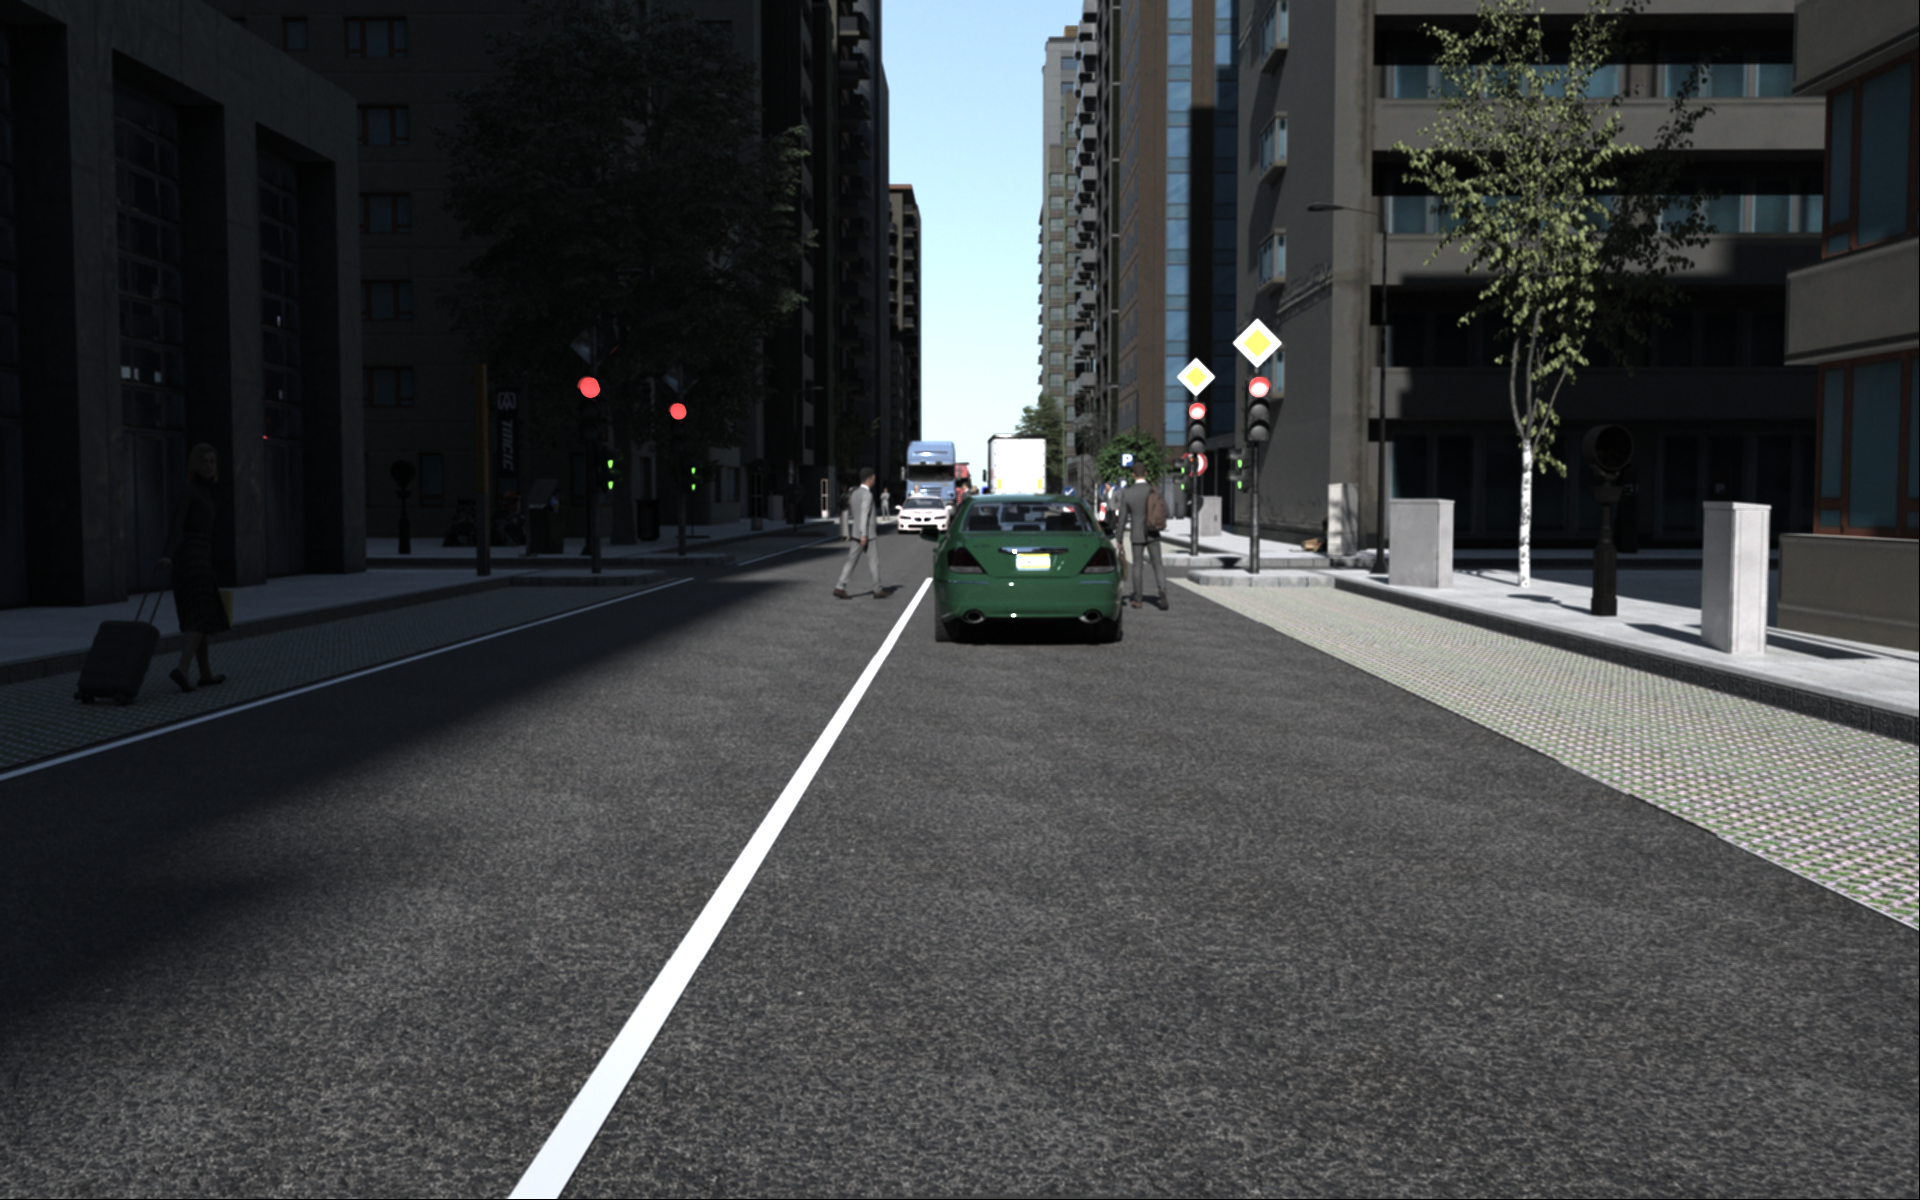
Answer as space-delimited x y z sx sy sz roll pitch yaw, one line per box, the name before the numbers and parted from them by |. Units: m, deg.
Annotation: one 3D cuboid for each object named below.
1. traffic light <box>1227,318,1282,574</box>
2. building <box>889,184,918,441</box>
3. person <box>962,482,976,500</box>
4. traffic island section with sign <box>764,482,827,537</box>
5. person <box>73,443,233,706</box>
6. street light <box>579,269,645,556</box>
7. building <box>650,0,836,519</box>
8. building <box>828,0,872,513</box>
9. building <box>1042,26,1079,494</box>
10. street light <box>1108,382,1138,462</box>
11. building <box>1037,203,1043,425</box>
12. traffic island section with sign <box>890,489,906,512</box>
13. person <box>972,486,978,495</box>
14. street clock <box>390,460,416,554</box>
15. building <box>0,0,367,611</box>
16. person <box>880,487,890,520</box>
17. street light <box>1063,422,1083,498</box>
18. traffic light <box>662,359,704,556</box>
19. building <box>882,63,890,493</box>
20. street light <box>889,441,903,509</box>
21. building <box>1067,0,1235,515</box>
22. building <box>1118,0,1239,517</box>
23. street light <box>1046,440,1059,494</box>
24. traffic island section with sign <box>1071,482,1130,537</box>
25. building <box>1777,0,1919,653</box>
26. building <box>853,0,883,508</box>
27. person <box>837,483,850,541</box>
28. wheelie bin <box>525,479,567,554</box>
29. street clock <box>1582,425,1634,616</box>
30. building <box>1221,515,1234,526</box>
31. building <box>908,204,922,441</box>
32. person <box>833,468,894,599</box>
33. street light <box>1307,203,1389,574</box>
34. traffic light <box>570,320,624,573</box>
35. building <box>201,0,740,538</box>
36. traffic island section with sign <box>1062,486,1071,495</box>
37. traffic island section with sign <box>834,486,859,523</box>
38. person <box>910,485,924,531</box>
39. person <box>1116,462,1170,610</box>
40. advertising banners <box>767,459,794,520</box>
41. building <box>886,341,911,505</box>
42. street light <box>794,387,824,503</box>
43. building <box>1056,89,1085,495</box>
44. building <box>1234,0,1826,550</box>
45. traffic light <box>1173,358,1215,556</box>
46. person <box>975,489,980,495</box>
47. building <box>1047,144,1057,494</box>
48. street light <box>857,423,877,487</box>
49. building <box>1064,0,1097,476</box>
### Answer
traffic light | 4.732 -2.380 27.832 0.839 4.253 0.868 0 4 1
building | -17.167 -35.713 238.539 22.147 44.769 28.867 0 4 1
person | 0.277 -2.990 57.343 0.822 1.834 0.622 0 4 -1
traffic island section with sign | -5.513 -3.032 58.206 1.989 1.847 2.006 0 4 1
person | -5.690 -0.221 12.339 0.699 1.804 1.509 1 4 19
street light | -7.196 -3.873 35.858 1.470 5.913 1.316 0 4 1
building | -14.459 -19.759 94.762 14.160 30.474 14.107 0 4 1
building | -17.903 -28.778 125.151 22.147 44.769 28.867 0 4 1
building | 21.231 -41.811 225.613 21.231 58.520 28.212 0 4 1
street light | 6.838 -6.088 72.082 1.470 5.913 1.316 0 4 1
building | 22.621 -36.697 254.617 22.147 44.769 28.867 0 4 1
traffic island section with sign | -4.434 -7.767 135.622 1.989 1.847 2.006 0 4 1
person | 0.873 -4.052 74.965 0.699 1.804 1.509 -3 4 -38
street clock | -11.893 -1.985 37.032 0.471 2.002 0.358 1 4 8
building | -25.471 -42.962 15.095 31.000 86.520 22.319 0 4 1
person | -4.093 -5.241 94.374 0.511 1.800 0.466 1 4 11
street light | 7.306 -8.465 110.936 1.470 5.913 1.316 0 4 1
traffic light | -5.767 -2.876 35.947 0.839 4.253 0.868 0 4 1
building | -14.411 -32.098 174.909 14.600 45.320 14.200 0 4 1
street light | -5.662 -10.990 152.226 1.470 5.913 1.316 0 4 1
building | 18.846 -42.245 128.963 20.563 71.187 20.611 0 4 1
building | 16.869 -27.649 102.177 14.600 45.320 14.200 0 4 1
street light | 7.862 -10.745 148.221 1.470 5.913 1.316 0 4 1
traffic island section with sign | 4.872 -3.054 58.554 1.989 1.847 2.006 0 4 1
building | 21.424 -9.556 1.279 27.650 21.520 28.899 0 4 1
building | -18.188 -37.394 153.390 21.231 58.520 28.212 0 4 1
person | -3.579 -2.691 53.045 0.362 1.759 0.519 -2 4 -31
wheelie bin | -8.910 -1.796 37.273 0.980 1.594 0.693 2 4 29
street clock | 6.789 -0.834 18.204 0.471 2.002 0.358 -1 4 -14
building | 21.009 -38.408 66.222 20.563 71.187 20.611 0 4 1
building | -12.949 -37.300 259.959 14.600 45.320 14.200 0 4 1
person | -1.332 -0.910 23.661 0.850 1.792 0.678 -2 4 -28
street light | 6.240 -3.380 27.798 1.470 5.913 1.316 0 4 1
traffic light | -5.879 -2.388 27.963 0.839 4.253 0.868 0 4 1
building | -24.103 -13.424 64.524 27.650 21.520 28.899 0 4 1
traffic island section with sign | 5.244 -4.702 85.507 1.989 1.847 2.006 0 4 1
traffic island section with sign | -5.129 -4.681 85.159 1.989 1.847 2.006 0 4 1
person | -1.716 -3.523 66.592 0.782 1.767 0.515 0 4 1
person | 2.280 -0.799 21.521 0.622 1.834 0.822 -1 4 -9
advertising banners | -8.867 -5.488 85.910 0.090 3.025 2.074 2 4 35
building | -20.439 -22.350 210.462 27.650 21.520 28.899 0 4 1
street light | -6.605 -6.277 75.165 1.470 5.913 1.316 0 4 1
building | 17.568 -30.246 178.110 14.154 41.232 14.086 0 4 1
building | 19.059 -25.981 48.487 21.600 48.544 21.300 0 4 1
traffic light | 4.843 -2.868 35.816 0.839 4.253 0.868 0 4 1
person | 1.027 -5.218 94.645 0.643 1.720 0.563 1 4 18
building | 17.284 -31.895 205.084 14.154 41.232 14.086 0 4 1
street light | -6.145 -8.614 113.372 1.470 5.913 1.316 0 4 1
building | 21.641 -32.751 155.088 23.786 49.044 30.456 0 4 1
